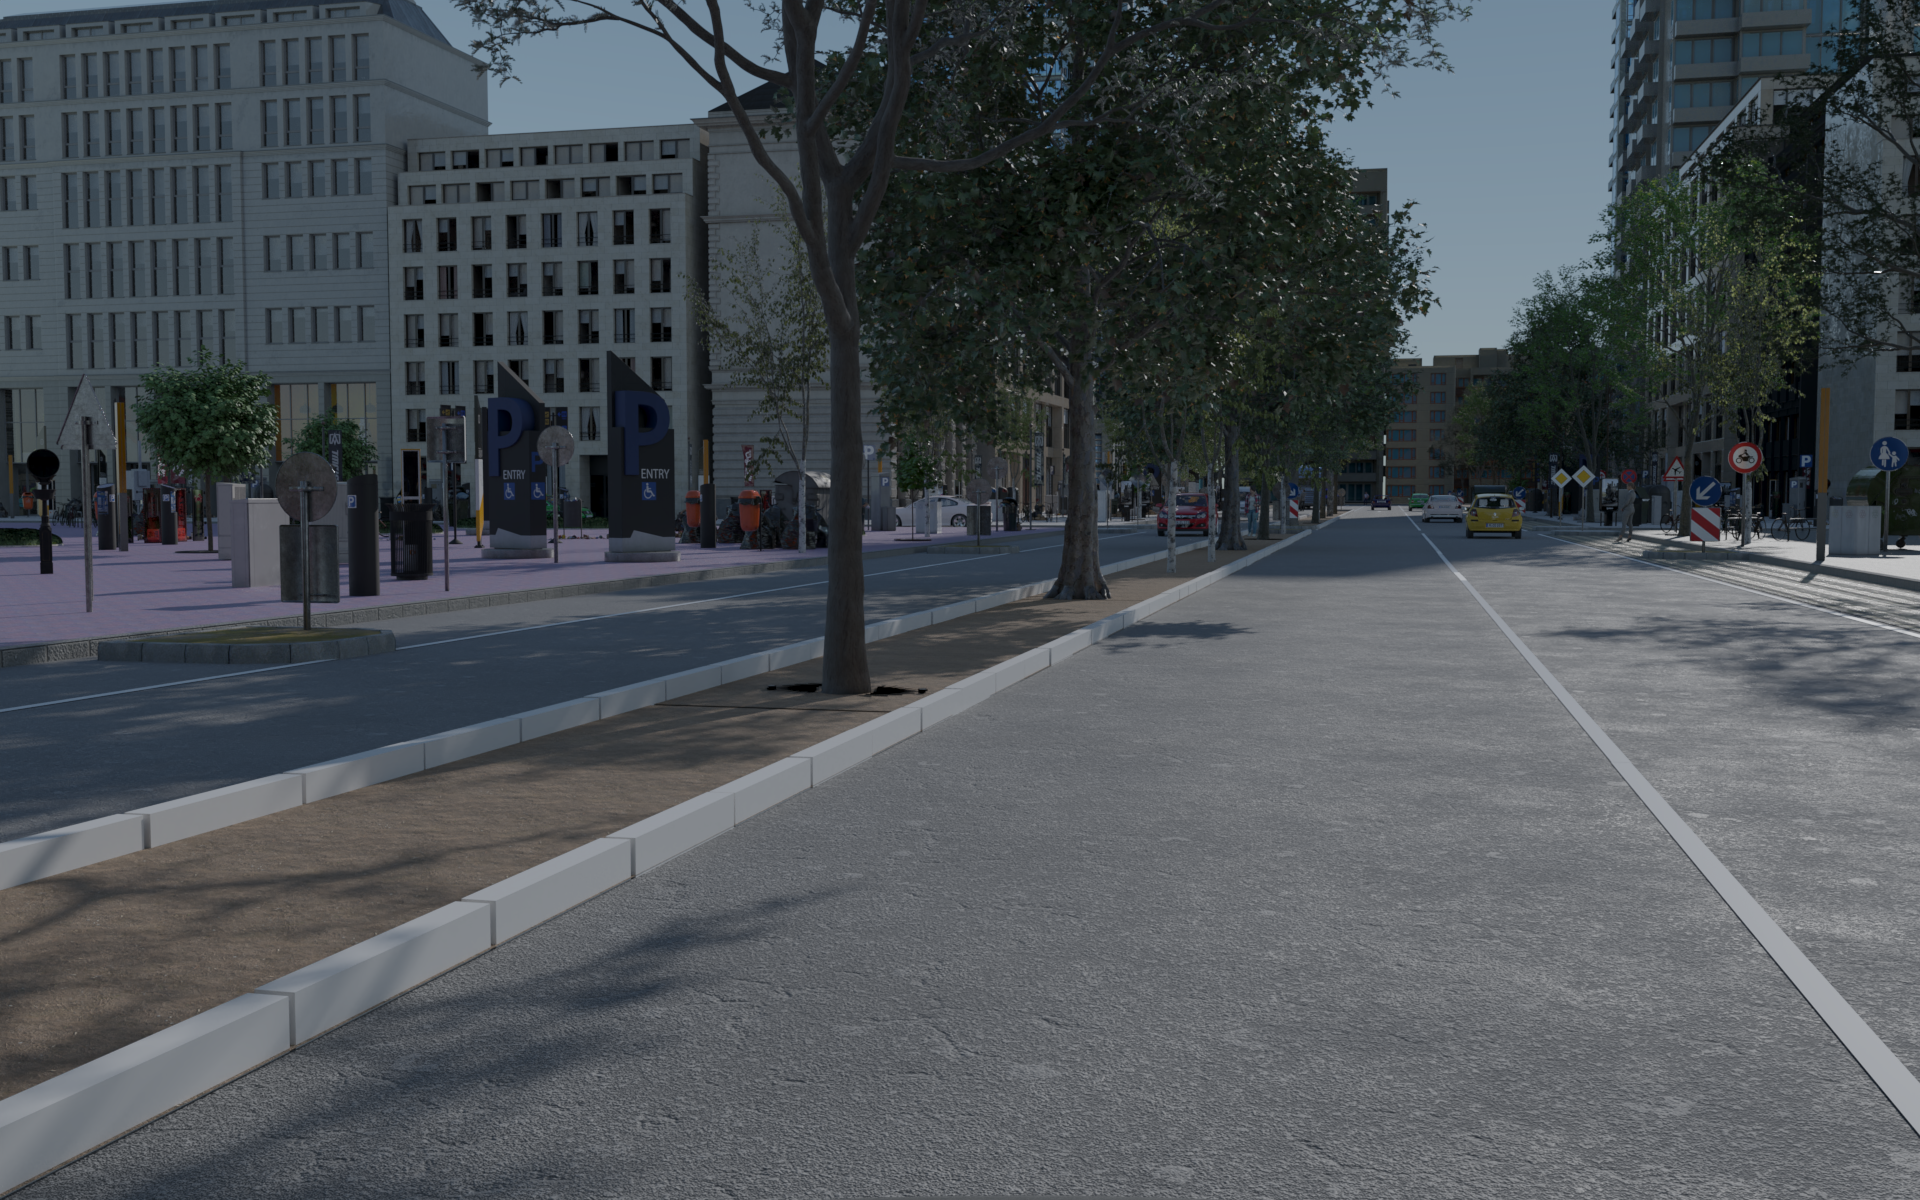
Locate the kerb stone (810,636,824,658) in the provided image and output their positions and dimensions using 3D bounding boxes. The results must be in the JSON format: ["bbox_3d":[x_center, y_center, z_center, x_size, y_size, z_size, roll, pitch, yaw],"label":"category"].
[{"bbox_3d":[-1.223,0.414,15.422,0.120,0.150,1.000,1,4,14],"label":"kerb stone"}]

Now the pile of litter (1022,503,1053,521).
[{"bbox_3d":[3.723,-4.297,84.224,1.176,0.858,1.719,-3,5,-40],"label":"pile of litter"}]

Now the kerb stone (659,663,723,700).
[{"bbox_3d":[-1.961,0.597,12.437,0.120,0.150,1.000,1,4,14],"label":"kerb stone"}]

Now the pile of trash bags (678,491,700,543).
[{"bbox_3d":[-6.463,-2.165,45.145,1.912,1.369,3.447,1,4,9],"label":"pile of trash bags"}]

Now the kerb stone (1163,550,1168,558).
[{"bbox_3d":[4.442,-0.986,38.318,0.120,0.150,1.000,1,4,14],"label":"kerb stone"}]

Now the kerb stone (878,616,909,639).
[{"bbox_3d":[-0.731,0.293,17.412,0.120,0.150,1.000,1,4,14],"label":"kerb stone"}]

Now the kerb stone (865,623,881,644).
[{"bbox_3d":[-0.973,0.354,16.420,0.120,0.150,1.000,1,4,14],"label":"kerb stone"}]

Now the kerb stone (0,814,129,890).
[{"bbox_3d":[-3.446,0.965,6.465,0.120,0.150,1.000,1,4,14],"label":"kerb stone"}]

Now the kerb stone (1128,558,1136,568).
[{"bbox_3d":[3.211,-0.681,33.327,0.120,0.150,1.000,1,4,14],"label":"kerb stone"}]

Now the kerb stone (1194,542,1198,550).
[{"bbox_3d":[5.919,-1.351,44.286,0.120,0.150,1.000,1,4,14],"label":"kerb stone"}]

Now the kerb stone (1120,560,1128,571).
[{"bbox_3d":[2.963,-0.620,32.336,0.120,0.150,1.000,1,4,14],"label":"kerb stone"}]

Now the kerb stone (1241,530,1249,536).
[{"bbox_3d":[10.103,-2.385,61.188,0.120,0.150,1.000,1,4,14],"label":"kerb stone"}]

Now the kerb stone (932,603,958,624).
[{"bbox_3d":[-0.231,0.171,19.400,0.120,0.150,1.000,1,4,14],"label":"kerb stone"}]

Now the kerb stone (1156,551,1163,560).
[{"bbox_3d":[4.202,-0.925,37.312,0.120,0.150,1.000,1,4,14],"label":"kerb stone"}]

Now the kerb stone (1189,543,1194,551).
[{"bbox_3d":[5.678,-1.287,43.280,0.120,0.150,1.000,1,4,14],"label":"kerb stone"}]

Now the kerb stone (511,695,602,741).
[{"bbox_3d":[-2.455,0.724,10.451,0.120,0.150,1.000,1,4,14],"label":"kerb stone"}]

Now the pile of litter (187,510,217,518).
[{"bbox_3d":[-41.247,-4.890,93.921,1.719,0.858,1.176,1,4,11],"label":"pile of litter"}]

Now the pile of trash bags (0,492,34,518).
[{"bbox_3d":[-52.121,-5.146,93.896,3.447,1.369,1.912,-2,4,-32],"label":"pile of trash bags"}]

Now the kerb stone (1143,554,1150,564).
[{"bbox_3d":[3.704,-0.803,35.329,0.120,0.150,1.000,1,4,14],"label":"kerb stone"}]

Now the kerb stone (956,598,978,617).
[{"bbox_3d":[0.004,0.113,20.399,0.120,0.150,1.000,1,4,14],"label":"kerb stone"}]

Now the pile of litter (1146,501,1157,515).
[{"bbox_3d":[11.540,-5.654,106.405,1.176,0.858,1.719,-2,4,-33],"label":"pile of litter"}]

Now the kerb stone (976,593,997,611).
[{"bbox_3d":[0.259,0.049,21.389,0.120,0.150,1.000,1,4,14],"label":"kerb stone"}]

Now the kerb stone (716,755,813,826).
[{"bbox_3d":[-0.906,0.874,7.956,0.120,0.150,1.000,1,4,14],"label":"kerb stone"}]

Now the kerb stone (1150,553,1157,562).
[{"bbox_3d":[3.949,-0.861,36.321,0.120,0.150,1.000,1,4,14],"label":"kerb stone"}]

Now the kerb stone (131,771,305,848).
[{"bbox_3d":[-3.190,0.903,7.457,0.120,0.150,1.000,1,4,14],"label":"kerb stone"}]

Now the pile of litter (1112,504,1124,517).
[{"bbox_3d":[8.790,-5.022,96.071,1.176,0.858,1.719,0,4,-3],"label":"pile of litter"}]

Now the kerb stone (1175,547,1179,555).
[{"bbox_3d":[4.924,-1.108,40.305,0.120,0.150,1.000,1,4,14],"label":"kerb stone"}]

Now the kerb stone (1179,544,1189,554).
[{"bbox_3d":[5.423,-1.229,42.288,0.120,0.150,1.000,1,4,14],"label":"kerb stone"}]

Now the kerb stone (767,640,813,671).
[{"bbox_3d":[-1.463,0.476,14.426,0.120,0.150,1.000,1,4,14],"label":"kerb stone"}]

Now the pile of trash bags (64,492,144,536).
[{"bbox_3d":[-25.732,-2.672,53.433,1.912,1.369,3.447,0,4,-1],"label":"pile of trash bags"}]

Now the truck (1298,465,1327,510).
[{"bbox_3d":[33.777,-10.803,166.386,2.967,4.110,18.799,1,4,12],"label":"truck"}]

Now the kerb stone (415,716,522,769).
[{"bbox_3d":[-2.701,0.783,9.449,0.120,0.150,1.000,1,4,14],"label":"kerb stone"}]

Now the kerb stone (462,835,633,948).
[{"bbox_3d":[-1.402,0.993,5.964,0.120,0.150,1.000,1,4,14],"label":"kerb stone"}]

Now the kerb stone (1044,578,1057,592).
[{"bbox_3d":[1.236,-0.192,25.372,0.120,0.150,1.000,1,4,14],"label":"kerb stone"}]

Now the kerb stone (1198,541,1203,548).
[{"bbox_3d":[6.162,-1.411,45.278,0.120,0.150,1.000,1,4,14],"label":"kerb stone"}]

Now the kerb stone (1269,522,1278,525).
[{"bbox_3d":[13.691,-3.265,75.654,0.120,0.150,1.000,1,4,14],"label":"kerb stone"}]

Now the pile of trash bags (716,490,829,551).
[{"bbox_3d":[-4.275,-1.865,40.243,1.912,1.369,3.447,1,4,17],"label":"pile of trash bags"}]

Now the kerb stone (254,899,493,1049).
[{"bbox_3d":[-1.653,1.056,4.967,0.120,0.150,1.000,1,4,14],"label":"kerb stone"}]

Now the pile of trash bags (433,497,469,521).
[{"bbox_3d":[-23.819,-4.455,82.585,3.447,1.369,1.912,0,4,8],"label":"pile of trash bags"}]

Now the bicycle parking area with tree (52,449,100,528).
[{"bbox_3d":[-36.092,-4.875,66.715,8.231,4.147,9.016,-1,4,-18],"label":"bicycle parking area with tree"}]

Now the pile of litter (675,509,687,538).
[{"bbox_3d":[-8.390,-2.275,51.167,1.176,0.858,1.719,2,4,30],"label":"pile of litter"}]

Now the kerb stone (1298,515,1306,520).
[{"bbox_3d":[19.863,-4.794,100.576,0.120,0.150,1.000,1,4,14],"label":"kerb stone"}]

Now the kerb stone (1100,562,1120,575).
[{"bbox_3d":[2.710,-0.555,31.341,0.120,0.150,1.000,1,4,14],"label":"kerb stone"}]

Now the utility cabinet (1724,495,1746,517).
[{"bbox_3d":[38.031,-4.511,84.922,1.020,1.237,0.306,1,4,22],"label":"utility cabinet"}]

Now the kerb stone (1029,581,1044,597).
[{"bbox_3d":[0.988,-0.133,24.371,0.120,0.150,1.000,1,4,14],"label":"kerb stone"}]

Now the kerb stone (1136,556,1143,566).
[{"bbox_3d":[3.456,-0.741,34.338,0.120,0.150,1.000,1,4,14],"label":"kerb stone"}]

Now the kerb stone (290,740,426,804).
[{"bbox_3d":[-2.943,0.840,8.456,0.120,0.150,1.000,1,4,14],"label":"kerb stone"}]

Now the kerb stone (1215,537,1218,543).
[{"bbox_3d":[7.157,-1.655,49.249,0.120,0.150,1.000,1,4,14],"label":"kerb stone"}]

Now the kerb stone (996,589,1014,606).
[{"bbox_3d":[0.499,-0.011,22.386,0.120,0.150,1.000,1,4,14],"label":"kerb stone"}]

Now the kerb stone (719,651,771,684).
[{"bbox_3d":[-1.716,0.536,13.435,0.120,0.150,1.000,1,4,14],"label":"kerb stone"}]

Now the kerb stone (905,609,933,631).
[{"bbox_3d":[-0.494,0.232,18.407,0.120,0.150,1.000,1,4,14],"label":"kerb stone"}]

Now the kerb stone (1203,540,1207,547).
[{"bbox_3d":[6.419,-1.472,46.268,0.120,0.150,1.000,1,4,14],"label":"kerb stone"}]

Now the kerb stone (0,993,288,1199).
[{"bbox_3d":[-1.900,1.120,3.975,0.120,0.150,1.000,1,4,14],"label":"kerb stone"}]

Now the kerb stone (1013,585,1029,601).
[{"bbox_3d":[0.740,-0.072,23.379,0.120,0.150,1.000,1,4,14],"label":"kerb stone"}]

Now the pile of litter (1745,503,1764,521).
[{"bbox_3d":[38.199,-4.247,83.407,1.176,0.858,1.719,3,4,39],"label":"pile of litter"}]

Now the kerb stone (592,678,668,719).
[{"bbox_3d":[-2.206,0.658,11.444,0.120,0.150,1.000,1,4,14],"label":"kerb stone"}]

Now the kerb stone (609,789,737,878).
[{"bbox_3d":[-1.149,0.932,6.961,0.120,0.150,1.000,1,4,14],"label":"kerb stone"}]
